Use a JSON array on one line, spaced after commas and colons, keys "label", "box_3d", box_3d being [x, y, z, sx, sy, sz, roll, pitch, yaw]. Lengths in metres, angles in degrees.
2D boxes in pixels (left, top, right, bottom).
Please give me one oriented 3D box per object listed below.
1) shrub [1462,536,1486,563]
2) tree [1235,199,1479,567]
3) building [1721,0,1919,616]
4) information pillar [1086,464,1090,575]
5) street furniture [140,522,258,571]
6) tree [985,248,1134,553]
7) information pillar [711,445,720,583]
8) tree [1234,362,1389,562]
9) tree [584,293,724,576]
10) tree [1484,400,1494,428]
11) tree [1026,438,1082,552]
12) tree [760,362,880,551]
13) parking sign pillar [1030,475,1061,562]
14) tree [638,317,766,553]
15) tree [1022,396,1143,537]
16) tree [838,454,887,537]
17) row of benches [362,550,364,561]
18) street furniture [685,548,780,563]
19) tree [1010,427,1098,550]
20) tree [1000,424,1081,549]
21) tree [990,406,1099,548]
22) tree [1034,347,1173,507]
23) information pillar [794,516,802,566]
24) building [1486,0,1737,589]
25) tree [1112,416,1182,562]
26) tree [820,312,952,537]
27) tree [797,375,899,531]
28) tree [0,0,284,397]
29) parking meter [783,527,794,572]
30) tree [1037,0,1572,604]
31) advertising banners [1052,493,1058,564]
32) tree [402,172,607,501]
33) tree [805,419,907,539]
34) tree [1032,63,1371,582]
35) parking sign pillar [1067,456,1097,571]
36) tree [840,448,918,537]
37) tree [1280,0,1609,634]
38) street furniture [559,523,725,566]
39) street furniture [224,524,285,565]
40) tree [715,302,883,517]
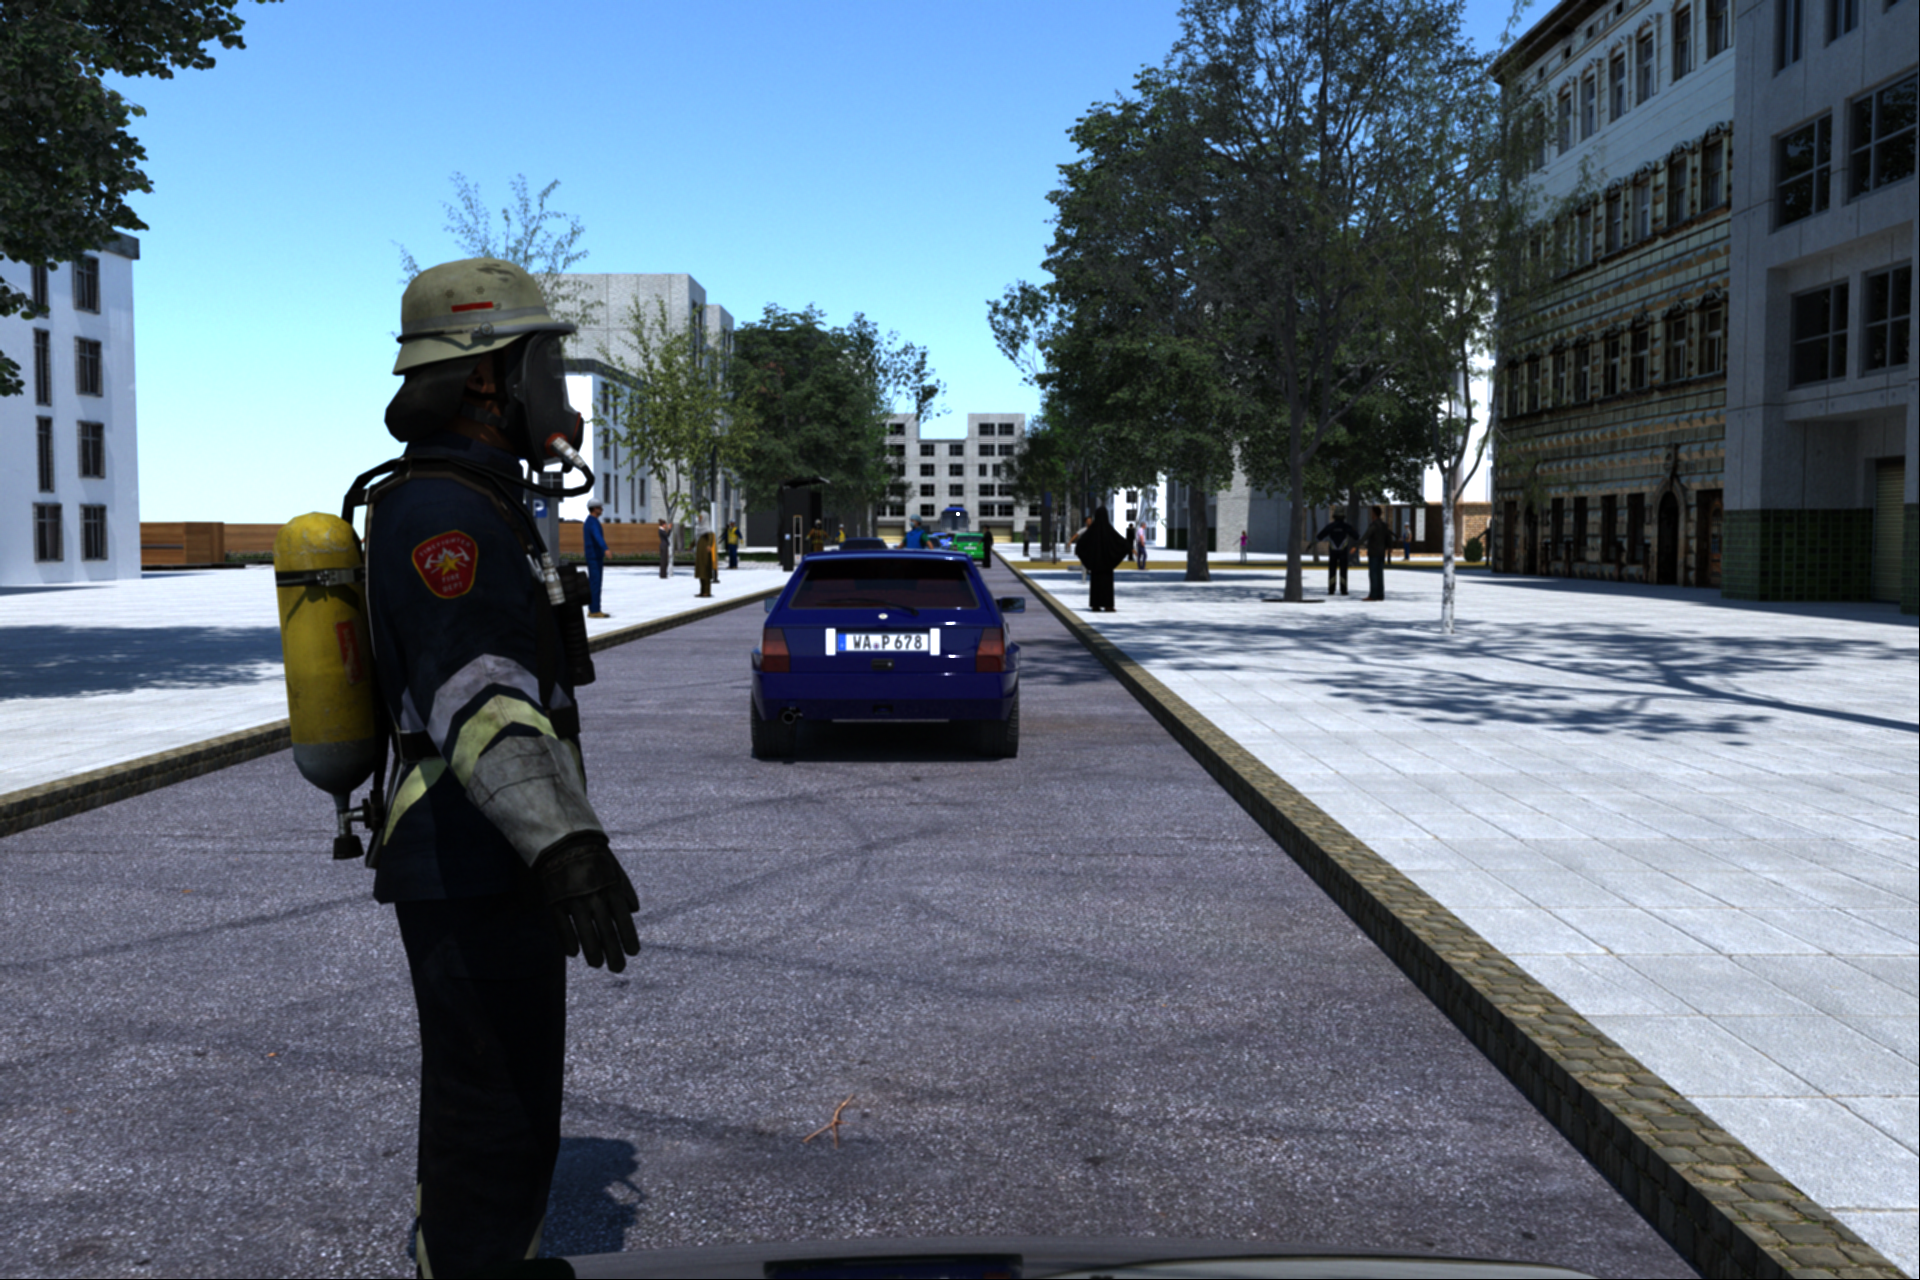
[{"label": "shrub", "box_3d": [23.027, -4.070, 77.656, 1.383, 1.207, 1.383, 0, 3, 0]}, {"label": "tree", "box_3d": [15.405, -9.840, 67.546, 9.857, 13.997, 8.962, 0, 3, 0]}, {"label": "building", "box_3d": [23.265, -9.271, 18.045, 16.747, 18.905, 31.486, 0, 4, 1]}, {"label": "information pillar", "box_3d": [4.055, -3.895, 55.042, 0.183, 3.616, 0.504, 0, 3, 0]}, {"label": "street furniture", "box_3d": [-30.678, -3.500, 64.072, 11.010, 1.723, 9.812, 1, 4, 20]}, {"label": "tree", "box_3d": [8.340, -15.801, 114.233, 12.611, 20.169, 13.585, 0, 3, 0]}, {"label": "information pillar", "box_3d": [-6.416, -3.296, 45.242, 0.183, 3.616, 0.504, 0, 4, 1]}, {"label": "tree", "box_3d": [15.988, -8.847, 79.056, 7.601, 10.594, 8.767, 1, 4, 14]}, {"label": "tree", "box_3d": [-8.942, -6.236, 52.326, 4.737, 8.622, 4.395, 0, 3, 0]}, {"label": "tree", "box_3d": [28.901, -10.273, 78.332, 12.009, 13.543, 11.850, 0, 3, 0]}, {"label": "tree", "box_3d": [7.032, -10.677, 124.931, 4.737, 8.622, 4.395, 0, 3, 0]}, {"label": "tree", "box_3d": [-8.555, -10.948, 104.757, 9.928, 11.665, 9.643, 0, 3, 0]}, {"label": "parking sign pillar", "box_3d": [3.970, -5.612, 80.234, 1.447, 3.967, 1.447, 0, 4, 1]}, {"label": "tree", "box_3d": [-8.868, -6.691, 59.766, 4.737, 8.622, 4.395, 0, 3, 0]}, {"label": "tree", "box_3d": [7.444, -10.282, 102.516, 8.767, 10.594, 7.601, 2, 4, 33]}, {"label": "tree", "box_3d": [-8.176, -11.311, 135.297, 4.360, 8.622, 3.978, 0, 3, 0]}, {"label": "row of benches", "box_3d": [-22.978, -3.279, 69.070, 1.422, 0.672, 4.104, 2, 4, 23]}, {"label": "street furniture", "box_3d": [-9.750, -3.949, 80.191, 10.072, 0.657, 5.734, 0, 4, -5]}, {"label": "tree", "box_3d": [7.530, -12.281, 135.199, 7.601, 10.594, 8.767, -1, 4, -19]}, {"label": "tree", "box_3d": [7.290, -13.019, 147.279, 7.601, 10.594, 8.767, 1, 4, 23]}, {"label": "tree", "box_3d": [8.010, -15.260, 159.866, 12.009, 13.543, 11.850, 0, 3, 0]}, {"label": "tree", "box_3d": [7.404, -9.961, 88.618, 9.928, 11.665, 9.643, 0, 3, 0]}, {"label": "information pillar", "box_3d": [-6.523, -3.994, 69.793, 0.304, 2.012, 0.304, 0, 4, 1]}, {"label": "building", "box_3d": [26.789, -13.245, 47.486, 19.493, 23.208, 18.063, 0, 4, 0]}, {"label": "tree", "box_3d": [7.978, -7.893, 79.420, 4.360, 8.622, 3.978, 0, 3, 0]}, {"label": "tree", "box_3d": [-7.055, -17.749, 146.089, 12.611, 20.169, 13.585, 0, 3, 0]}, {"label": "tree", "box_3d": [-7.830, -11.530, 114.273, 9.928, 11.665, 9.643, 0, 3, 0]}, {"label": "tree", "box_3d": [-9.507, -6.497, 12.878, 9.857, 13.997, 8.962, 0, 3, 0]}, {"label": "parking meter", "box_3d": [-5.880, -3.112, 59.294, 0.372, 1.533, 0.369, 0, 3, 0]}, {"label": "tree", "box_3d": [6.407, -7.446, 32.120, 12.009, 13.543, 11.850, 0, 3, 0]}, {"label": "advertising banners", "box_3d": [4.049, -4.754, 73.908, 0.090, 3.025, 2.074, 0, 4, -1]}, {"label": "tree", "box_3d": [-8.659, -5.166, 34.828, 4.360, 8.622, 3.978, 0, 3, 0]}, {"label": "tree", "box_3d": [-8.371, -11.821, 127.692, 8.767, 10.594, 7.601, -2, 4, -28]}, {"label": "tree", "box_3d": [6.382, -8.558, 46.574, 9.857, 13.997, 8.962, 0, 3, 0]}, {"label": "parking sign pillar", "box_3d": [4.458, -4.384, 60.144, 1.447, 3.967, 1.447, 0, 4, 0]}, {"label": "tree", "box_3d": [-8.139, -14.218, 166.882, 8.767, 10.594, 7.601, -2, 4, -27]}, {"label": "tree", "box_3d": [6.376, -4.392, 22.179, 4.360, 8.622, 3.978, 0, 3, 0]}, {"label": "street furniture", "box_3d": [-13.053, -3.909, 70.774, 11.010, 1.723, 9.812, 0, 4, -2]}, {"label": "street furniture", "box_3d": [-31.534, -4.170, 75.037, 9.812, 1.723, 11.010, 0, 4, -2]}, {"label": "tree", "box_3d": [-8.831, -11.452, 93.892, 9.857, 13.997, 8.962, 0, 3, 0]}]
